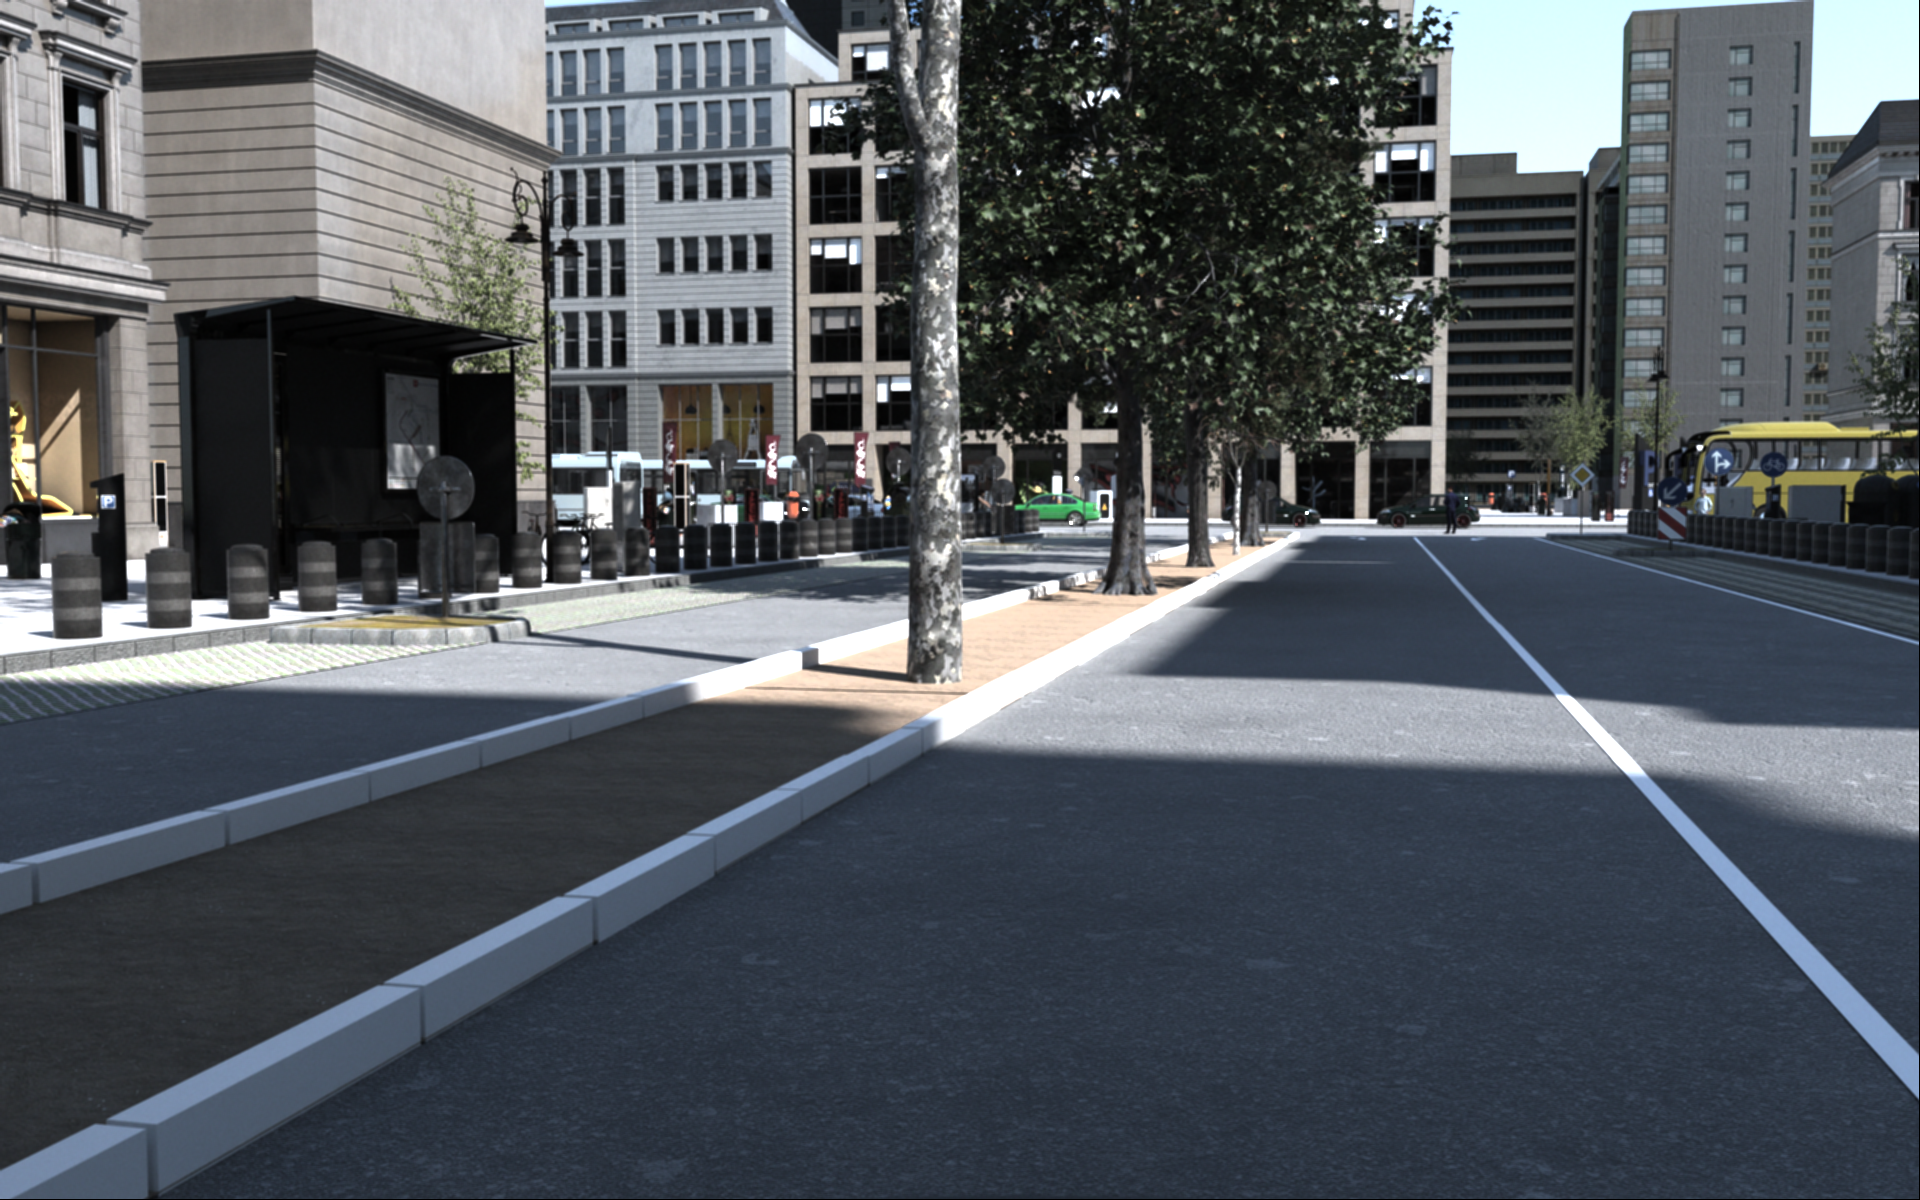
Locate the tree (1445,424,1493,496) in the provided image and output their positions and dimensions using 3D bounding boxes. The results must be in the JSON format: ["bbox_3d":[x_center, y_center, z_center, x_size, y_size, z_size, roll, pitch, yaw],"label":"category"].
[{"bbox_3d":[53.689,-14.210,182.694,4.360,8.622,3.978,0,3,0],"label":"tree"}]

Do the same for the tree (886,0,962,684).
[{"bbox_3d":[-1.175,-9.501,13.690,12.611,20.169,13.585,0,3,0],"label":"tree"}]

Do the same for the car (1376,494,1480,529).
[{"bbox_3d":[19.628,-3.844,72.630,4.222,1.686,2.009,1,4,12],"label":"car"}]

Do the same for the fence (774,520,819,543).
[{"bbox_3d":[-4.015,-1.498,39.872,2.069,0.683,0.278,-3,5,-43],"label":"fence"}]

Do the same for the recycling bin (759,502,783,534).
[{"bbox_3d":[-6.194,-2.666,56.141,0.722,1.027,0.722,-2,4,-32],"label":"recycling bin"}]

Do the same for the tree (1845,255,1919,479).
[{"bbox_3d":[28.613,-6.182,51.433,4.737,8.622,4.395,0,3,0],"label":"tree"}]

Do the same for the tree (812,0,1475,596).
[{"bbox_3d":[2.435,-6.428,24.562,9.611,12.733,9.660,0,3,0],"label":"tree"}]

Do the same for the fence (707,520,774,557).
[{"bbox_3d":[-4.657,-1.267,36.083,0.278,0.683,2.069,2,4,29],"label":"fence"}]

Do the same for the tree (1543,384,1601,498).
[{"bbox_3d":[40.831,-10.012,114.056,4.737,8.622,4.395,0,3,0],"label":"tree"}]

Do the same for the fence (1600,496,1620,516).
[{"bbox_3d":[38.153,-5.632,103.287,2.264,1.192,0.480,1,4,17],"label":"fence"}]

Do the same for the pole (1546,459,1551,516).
[{"bbox_3d":[34.358,-6.556,101.029,0.158,3.312,0.155,0,3,0],"label":"pole"}]

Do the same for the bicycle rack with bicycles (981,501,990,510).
[{"bbox_3d":[3.371,-6.848,125.346,2.925,0.926,2.852,-3,5,-41],"label":"bicycle rack with bicycles"}]

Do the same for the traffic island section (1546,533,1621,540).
[{"bbox_3d":[19.800,-2.011,55.166,2.009,0.180,2.903,1,4,13],"label":"traffic island section"}]

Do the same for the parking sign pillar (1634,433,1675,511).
[{"bbox_3d":[30.639,-5.429,77.238,1.447,3.967,1.447,-2,4,-35],"label":"parking sign pillar"}]

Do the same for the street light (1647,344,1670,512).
[{"bbox_3d":[21.559,-4.943,53.602,0.468,5.910,1.993,1,4,13],"label":"street light"}]

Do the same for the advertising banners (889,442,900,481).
[{"bbox_3d":[-1.600,-3.744,57.397,2.074,3.025,0.090,3,5,41],"label":"advertising banners"}]

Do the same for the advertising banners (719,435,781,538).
[{"bbox_3d":[-6.117,-3.328,50.595,2.074,3.025,0.090,-3,4,-37],"label":"advertising banners"}]

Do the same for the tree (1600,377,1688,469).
[{"bbox_3d":[42.168,-9.516,105.955,4.737,8.622,4.395,0,3,0],"label":"tree"}]

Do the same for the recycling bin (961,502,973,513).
[{"bbox_3d":[-0.019,-2.431,52.293,0.722,1.027,0.722,-1,4,-9],"label":"recycling bin"}]

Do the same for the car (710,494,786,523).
[{"bbox_3d":[-8.443,-3.831,74.430,4.920,1.459,2.131,1,4,12],"label":"car"}]

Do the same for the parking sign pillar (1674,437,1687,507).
[{"bbox_3d":[33.819,-5.642,80.720,1.447,3.967,1.447,-1,4,-8],"label":"parking sign pillar"}]

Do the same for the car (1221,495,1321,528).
[{"bbox_3d":[13.331,-3.941,74.226,4.222,1.686,2.009,1,4,11],"label":"car"}]

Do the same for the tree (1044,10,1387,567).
[{"bbox_3d":[4.586,-6.668,33.539,6.751,12.117,7.091,0,3,0],"label":"tree"}]

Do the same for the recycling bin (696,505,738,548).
[{"bbox_3d":[-5.784,-1.755,41.244,0.722,1.027,0.722,3,5,39],"label":"recycling bin"}]

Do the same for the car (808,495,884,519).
[{"bbox_3d":[-4.786,-3.462,68.608,4.499,1.417,2.014,1,4,14],"label":"car"}]

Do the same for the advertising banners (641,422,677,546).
[{"bbox_3d":[-7.625,-2.830,42.457,2.074,3.025,0.090,3,4,38],"label":"advertising banners"}]

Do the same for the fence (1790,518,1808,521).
[{"bbox_3d":[20.522,-1.668,42.651,0.278,0.683,2.069,3,5,44],"label":"fence"}]

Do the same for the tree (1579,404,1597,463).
[{"bbox_3d":[47.841,-11.357,136.052,4.360,8.622,3.978,0,3,0],"label":"tree"}]

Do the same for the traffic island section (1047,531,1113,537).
[{"bbox_3d":[4.198,-2.239,58.884,2.009,0.180,2.903,1,4,13],"label":"traffic island section"}]

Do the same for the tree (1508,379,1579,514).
[{"bbox_3d":[36.766,-9.747,109.726,4.360,8.622,3.978,0,3,0],"label":"tree"}]

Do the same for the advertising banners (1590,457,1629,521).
[{"bbox_3d":[30.599,-5.223,81.592,0.090,3.025,2.074,-2,4,-32],"label":"advertising banners"}]

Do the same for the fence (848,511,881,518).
[{"bbox_3d":[-3.389,-2.714,59.751,2.069,0.683,0.278,2,4,26],"label":"fence"}]

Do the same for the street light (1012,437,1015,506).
[{"bbox_3d":[1.762,-5.142,56.856,0.468,5.910,1.993,1,4,13],"label":"street light"}]

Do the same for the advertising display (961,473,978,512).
[{"bbox_3d":[0.146,-2.956,53.547,0.974,1.923,0.123,3,4,38],"label":"advertising display"}]

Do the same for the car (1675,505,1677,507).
[{"bbox_3d":[31.403,-3.710,69.337,5.304,1.827,2.281,1,4,14],"label":"car"}]

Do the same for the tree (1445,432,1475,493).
[{"bbox_3d":[57.750,-15.409,202.291,4.737,8.622,4.395,0,3,0],"label":"tree"}]

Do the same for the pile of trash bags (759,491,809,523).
[{"bbox_3d":[-6.129,-3.082,60.141,1.912,1.369,3.447,-1,4,-20],"label":"pile of trash bags"}]

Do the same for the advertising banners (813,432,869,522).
[{"bbox_3d":[-3.356,-3.194,48.411,2.074,3.025,0.090,-3,5,-41],"label":"advertising banners"}]

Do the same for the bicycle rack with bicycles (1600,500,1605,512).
[{"bbox_3d":[46.649,-6.955,127.103,2.852,0.926,2.925,3,4,36],"label":"bicycle rack with bicycles"}]

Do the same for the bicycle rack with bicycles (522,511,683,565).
[{"bbox_3d":[-6.285,-1.085,31.116,2.852,0.926,2.925,3,5,41],"label":"bicycle rack with bicycles"}]

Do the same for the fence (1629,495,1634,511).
[{"bbox_3d":[52.699,-7.608,135.589,0.480,1.192,2.264,2,4,24],"label":"fence"}]

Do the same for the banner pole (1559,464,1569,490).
[{"bbox_3d":[44.519,-8.409,127.501,0.863,3.779,0.401,0,4,-5],"label":"banner pole"}]

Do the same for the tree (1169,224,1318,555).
[{"bbox_3d":[6.498,-5.361,40.465,4.360,8.622,3.978,0,3,0],"label":"tree"}]

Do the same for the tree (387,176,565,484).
[{"bbox_3d":[-11.027,-5.489,40.112,4.737,8.622,4.395,0,3,0],"label":"tree"}]

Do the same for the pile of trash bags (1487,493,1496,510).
[{"bbox_3d":[43.442,-7.904,138.988,3.447,1.369,1.912,-3,5,-40],"label":"pile of trash bags"}]

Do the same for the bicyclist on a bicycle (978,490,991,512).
[{"bbox_3d":[0.928,-3.627,69.322,1.625,1.676,1.499,1,4,14],"label":"bicyclist on a bicycle"}]

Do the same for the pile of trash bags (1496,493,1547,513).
[{"bbox_3d":[39.320,-6.732,119.816,3.447,1.369,1.912,-1,4,-18],"label":"pile of trash bags"}]

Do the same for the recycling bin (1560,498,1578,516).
[{"bbox_3d":[35.600,-5.396,100.784,0.722,1.027,0.722,-2,4,-23],"label":"recycling bin"}]

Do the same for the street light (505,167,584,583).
[{"bbox_3d":[-5.941,-3.190,24.946,0.468,5.910,1.993,1,4,13],"label":"street light"}]

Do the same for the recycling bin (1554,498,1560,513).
[{"bbox_3d":[41.389,-6.522,119.193,0.722,1.027,0.722,-3,5,-44],"label":"recycling bin"}]

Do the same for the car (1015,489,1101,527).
[{"bbox_3d":[3.906,-4.175,77.050,4.718,1.807,1.959,1,4,12],"label":"car"}]
